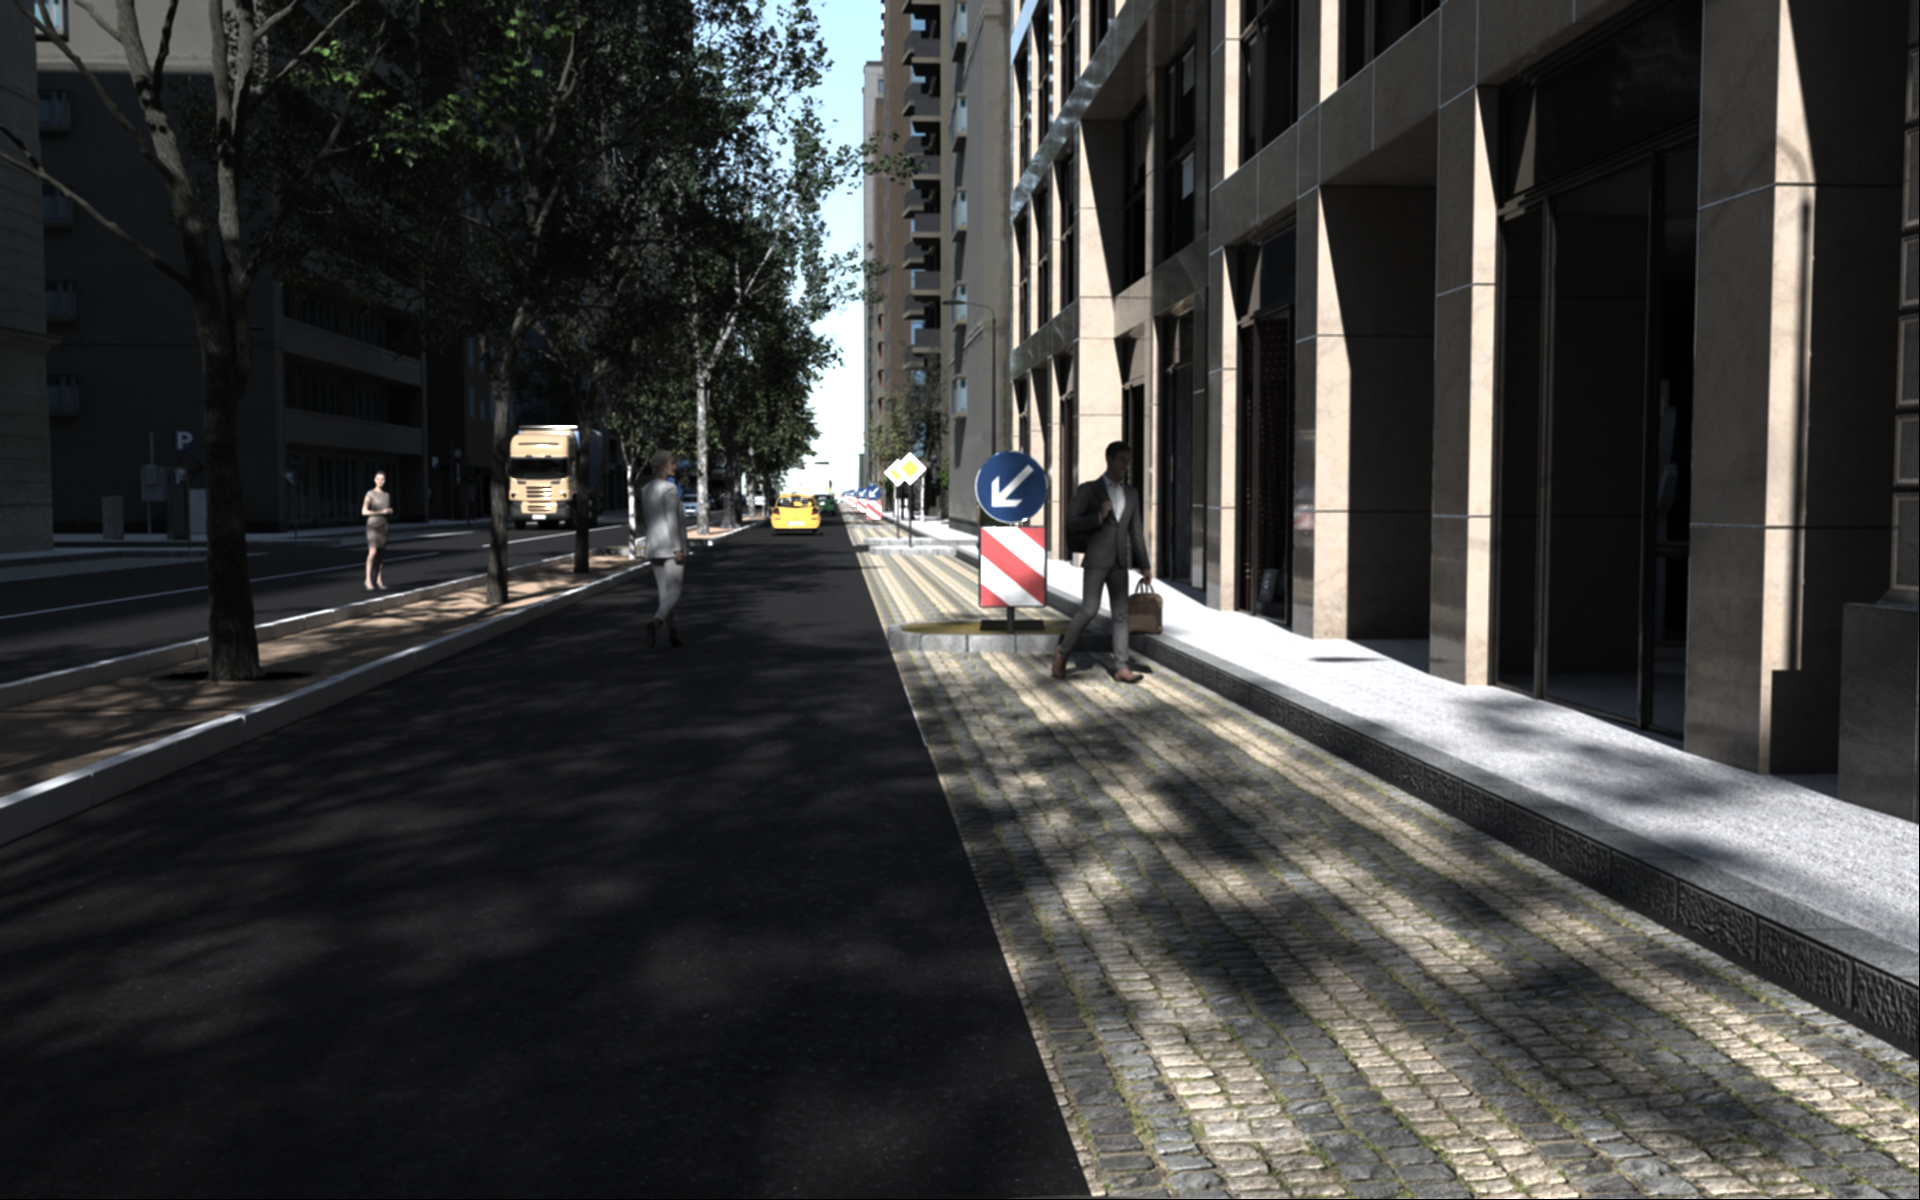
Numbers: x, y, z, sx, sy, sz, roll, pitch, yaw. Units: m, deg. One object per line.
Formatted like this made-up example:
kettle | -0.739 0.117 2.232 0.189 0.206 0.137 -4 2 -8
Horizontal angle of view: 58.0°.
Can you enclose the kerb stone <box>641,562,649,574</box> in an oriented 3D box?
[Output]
kerb stone | -5.709 -0.535 30.940 0.120 0.150 1.000 0 4 -4

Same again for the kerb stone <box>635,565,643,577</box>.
kerb stone | -5.635 -0.470 29.920 0.120 0.150 1.000 0 4 -4

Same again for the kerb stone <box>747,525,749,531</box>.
kerb stone | -8.274 -2.693 66.271 0.120 0.150 1.000 0 4 -4

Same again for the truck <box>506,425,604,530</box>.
truck | -16.902 -5.128 72.759 2.839 4.237 11.283 0 4 -5

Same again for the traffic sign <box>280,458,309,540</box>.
traffic sign | -18.525 -2.729 48.257 0.795 2.450 0.064 0 4 -4

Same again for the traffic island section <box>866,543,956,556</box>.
traffic island section | -1.172 -1.179 41.562 2.009 0.180 2.903 0 4 -4

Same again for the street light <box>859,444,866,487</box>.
street light | -8.452 -11.572 161.738 1.470 5.913 1.316 0 4 -4

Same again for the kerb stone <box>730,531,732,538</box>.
kerb stone | -7.533 -2.069 56.030 0.120 0.150 1.000 0 4 -4

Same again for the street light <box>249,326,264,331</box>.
street light | -19.944 -4.617 48.022 1.470 5.913 1.316 0 4 -4

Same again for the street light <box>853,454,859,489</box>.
street light | -11.356 -13.962 200.819 1.470 5.913 1.316 0 4 -4

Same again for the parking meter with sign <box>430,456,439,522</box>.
parking meter with sign | -25.069 -5.142 80.336 1.738 3.016 0.543 1 4 18

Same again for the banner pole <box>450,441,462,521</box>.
banner pole | -23.881 -5.628 82.031 0.401 3.779 0.863 2 4 31

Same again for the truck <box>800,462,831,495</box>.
truck | -13.034 -10.232 156.209 2.839 4.237 11.283 0 4 -5

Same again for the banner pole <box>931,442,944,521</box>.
banner pole | -1.124 -5.736 83.805 0.863 3.779 0.401 3 5 43

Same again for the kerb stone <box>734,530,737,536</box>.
kerb stone | -7.669 -2.195 58.084 0.120 0.150 1.000 0 4 -4

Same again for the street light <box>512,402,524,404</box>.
street light | -22.733 -7.035 87.567 1.470 5.913 1.316 0 4 -4

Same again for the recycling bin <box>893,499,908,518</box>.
recycling bin | -3.273 -5.050 95.118 0.722 1.027 0.722 -1 4 -13

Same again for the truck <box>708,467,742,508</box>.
truck | -24.390 -11.706 180.302 2.839 4.237 11.283 0 4 -3

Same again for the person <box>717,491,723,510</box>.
person | -21.215 -8.801 153.313 0.541 1.710 0.530 -1 4 -21

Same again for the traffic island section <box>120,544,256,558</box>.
traffic island section | -17.970 -1.105 40.353 2.009 0.180 2.903 0 4 -4

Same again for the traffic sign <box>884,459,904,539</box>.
traffic sign | -1.773 -2.802 49.448 0.795 2.450 0.064 0 4 -4

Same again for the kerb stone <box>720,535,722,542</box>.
kerb stone | -7.165 -1.756 50.908 0.120 0.150 1.000 0 4 -4

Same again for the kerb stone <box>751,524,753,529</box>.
kerb stone | -8.490 -2.884 69.345 0.120 0.150 1.000 0 4 -4

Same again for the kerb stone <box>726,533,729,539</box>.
kerb stone | -7.376 -1.944 53.979 0.120 0.150 1.000 0 4 -4

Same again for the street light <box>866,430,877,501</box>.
street light | -5.810 -9.292 124.463 1.470 5.913 1.316 0 4 -4

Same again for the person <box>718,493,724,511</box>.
person | -19.065 -8.100 141.020 1.350 1.814 0.705 0 4 7

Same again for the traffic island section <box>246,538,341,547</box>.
traffic island section | -18.548 -1.592 48.317 2.009 0.180 2.903 0 4 -4

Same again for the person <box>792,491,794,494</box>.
person | -19.358 -11.640 199.531 0.721 1.743 1.217 3 5 39

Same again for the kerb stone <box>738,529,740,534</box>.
kerb stone | -7.823 -2.316 60.135 0.120 0.150 1.000 0 4 -4

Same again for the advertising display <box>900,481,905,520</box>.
advertising display | -2.866 -4.958 86.283 0.123 1.923 0.974 0 4 -7

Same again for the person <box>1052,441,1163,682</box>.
person | 1.115 -0.290 13.199 0.622 1.834 0.822 -3 4 -37

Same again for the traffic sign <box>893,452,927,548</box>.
traffic sign | -1.195 -2.314 41.483 0.795 2.450 0.064 0 4 -4

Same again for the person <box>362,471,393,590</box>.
person | -8.749 -1.054 26.074 0.374 1.781 0.599 2 4 28

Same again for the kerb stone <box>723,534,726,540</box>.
kerb stone | -7.313 -1.881 52.951 0.120 0.150 1.000 0 4 -4

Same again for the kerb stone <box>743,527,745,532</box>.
kerb stone | -8.042 -2.505 63.203 0.120 0.150 1.000 0 4 -4

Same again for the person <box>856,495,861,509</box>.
person | -8.950 -8.845 153.667 0.990 1.755 0.434 -2 4 -28

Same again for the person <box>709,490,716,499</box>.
person | -24.823 -10.071 172.797 0.705 1.869 1.348 2 4 26

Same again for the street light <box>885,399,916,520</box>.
street light | -2.869 -6.868 84.831 1.470 5.913 1.316 0 4 -4

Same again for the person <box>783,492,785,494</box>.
person | -19.919 -11.427 196.256 0.530 1.710 0.541 1 4 12

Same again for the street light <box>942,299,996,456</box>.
street light | 0.275 -4.220 41.540 1.470 5.913 1.316 0 4 -4

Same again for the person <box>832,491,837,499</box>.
person | -19.065 -15.435 260.877 0.705 1.823 1.348 3 5 44

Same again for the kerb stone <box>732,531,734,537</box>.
kerb stone | -7.606 -2.132 57.060 0.120 0.150 1.000 0 4 -4

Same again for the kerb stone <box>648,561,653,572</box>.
kerb stone | -5.783 -0.595 31.961 0.120 0.150 1.000 0 4 -4

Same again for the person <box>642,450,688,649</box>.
person | -2.759 -0.466 15.996 0.514 1.842 0.818 1 4 23

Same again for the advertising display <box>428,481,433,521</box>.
advertising display | -25.976 -4.804 83.758 0.974 1.923 0.123 1 4 12

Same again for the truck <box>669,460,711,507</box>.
truck | -22.210 -9.361 142.812 2.967 4.110 18.799 0 4 -6

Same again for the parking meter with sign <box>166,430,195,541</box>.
parking meter with sign | -21.771 -3.179 48.237 0.543 3.016 1.738 -3 4 -37

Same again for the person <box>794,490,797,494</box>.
person | -17.408 -10.770 184.456 0.599 1.838 0.709 0 4 -1

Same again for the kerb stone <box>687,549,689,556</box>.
kerb stone | -6.380 -1.094 40.144 0.120 0.150 1.000 0 4 -4

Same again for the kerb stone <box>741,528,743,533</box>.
kerb stone | -7.977 -2.440 62.183 0.120 0.150 1.000 0 4 -4

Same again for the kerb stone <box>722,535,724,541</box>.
kerb stone | -7.233 -1.815 51.930 0.120 0.150 1.000 0 4 -4

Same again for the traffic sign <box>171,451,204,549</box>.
traffic sign | -17.947 -2.242 40.293 0.795 2.450 0.064 0 4 -4

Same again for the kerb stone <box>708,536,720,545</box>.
kerb stone | -7.086 -1.693 49.889 0.120 0.150 1.000 0 4 -4

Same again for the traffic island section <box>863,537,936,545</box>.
traffic island section | -1.750 -1.666 49.527 2.009 0.180 2.903 0 4 -4
